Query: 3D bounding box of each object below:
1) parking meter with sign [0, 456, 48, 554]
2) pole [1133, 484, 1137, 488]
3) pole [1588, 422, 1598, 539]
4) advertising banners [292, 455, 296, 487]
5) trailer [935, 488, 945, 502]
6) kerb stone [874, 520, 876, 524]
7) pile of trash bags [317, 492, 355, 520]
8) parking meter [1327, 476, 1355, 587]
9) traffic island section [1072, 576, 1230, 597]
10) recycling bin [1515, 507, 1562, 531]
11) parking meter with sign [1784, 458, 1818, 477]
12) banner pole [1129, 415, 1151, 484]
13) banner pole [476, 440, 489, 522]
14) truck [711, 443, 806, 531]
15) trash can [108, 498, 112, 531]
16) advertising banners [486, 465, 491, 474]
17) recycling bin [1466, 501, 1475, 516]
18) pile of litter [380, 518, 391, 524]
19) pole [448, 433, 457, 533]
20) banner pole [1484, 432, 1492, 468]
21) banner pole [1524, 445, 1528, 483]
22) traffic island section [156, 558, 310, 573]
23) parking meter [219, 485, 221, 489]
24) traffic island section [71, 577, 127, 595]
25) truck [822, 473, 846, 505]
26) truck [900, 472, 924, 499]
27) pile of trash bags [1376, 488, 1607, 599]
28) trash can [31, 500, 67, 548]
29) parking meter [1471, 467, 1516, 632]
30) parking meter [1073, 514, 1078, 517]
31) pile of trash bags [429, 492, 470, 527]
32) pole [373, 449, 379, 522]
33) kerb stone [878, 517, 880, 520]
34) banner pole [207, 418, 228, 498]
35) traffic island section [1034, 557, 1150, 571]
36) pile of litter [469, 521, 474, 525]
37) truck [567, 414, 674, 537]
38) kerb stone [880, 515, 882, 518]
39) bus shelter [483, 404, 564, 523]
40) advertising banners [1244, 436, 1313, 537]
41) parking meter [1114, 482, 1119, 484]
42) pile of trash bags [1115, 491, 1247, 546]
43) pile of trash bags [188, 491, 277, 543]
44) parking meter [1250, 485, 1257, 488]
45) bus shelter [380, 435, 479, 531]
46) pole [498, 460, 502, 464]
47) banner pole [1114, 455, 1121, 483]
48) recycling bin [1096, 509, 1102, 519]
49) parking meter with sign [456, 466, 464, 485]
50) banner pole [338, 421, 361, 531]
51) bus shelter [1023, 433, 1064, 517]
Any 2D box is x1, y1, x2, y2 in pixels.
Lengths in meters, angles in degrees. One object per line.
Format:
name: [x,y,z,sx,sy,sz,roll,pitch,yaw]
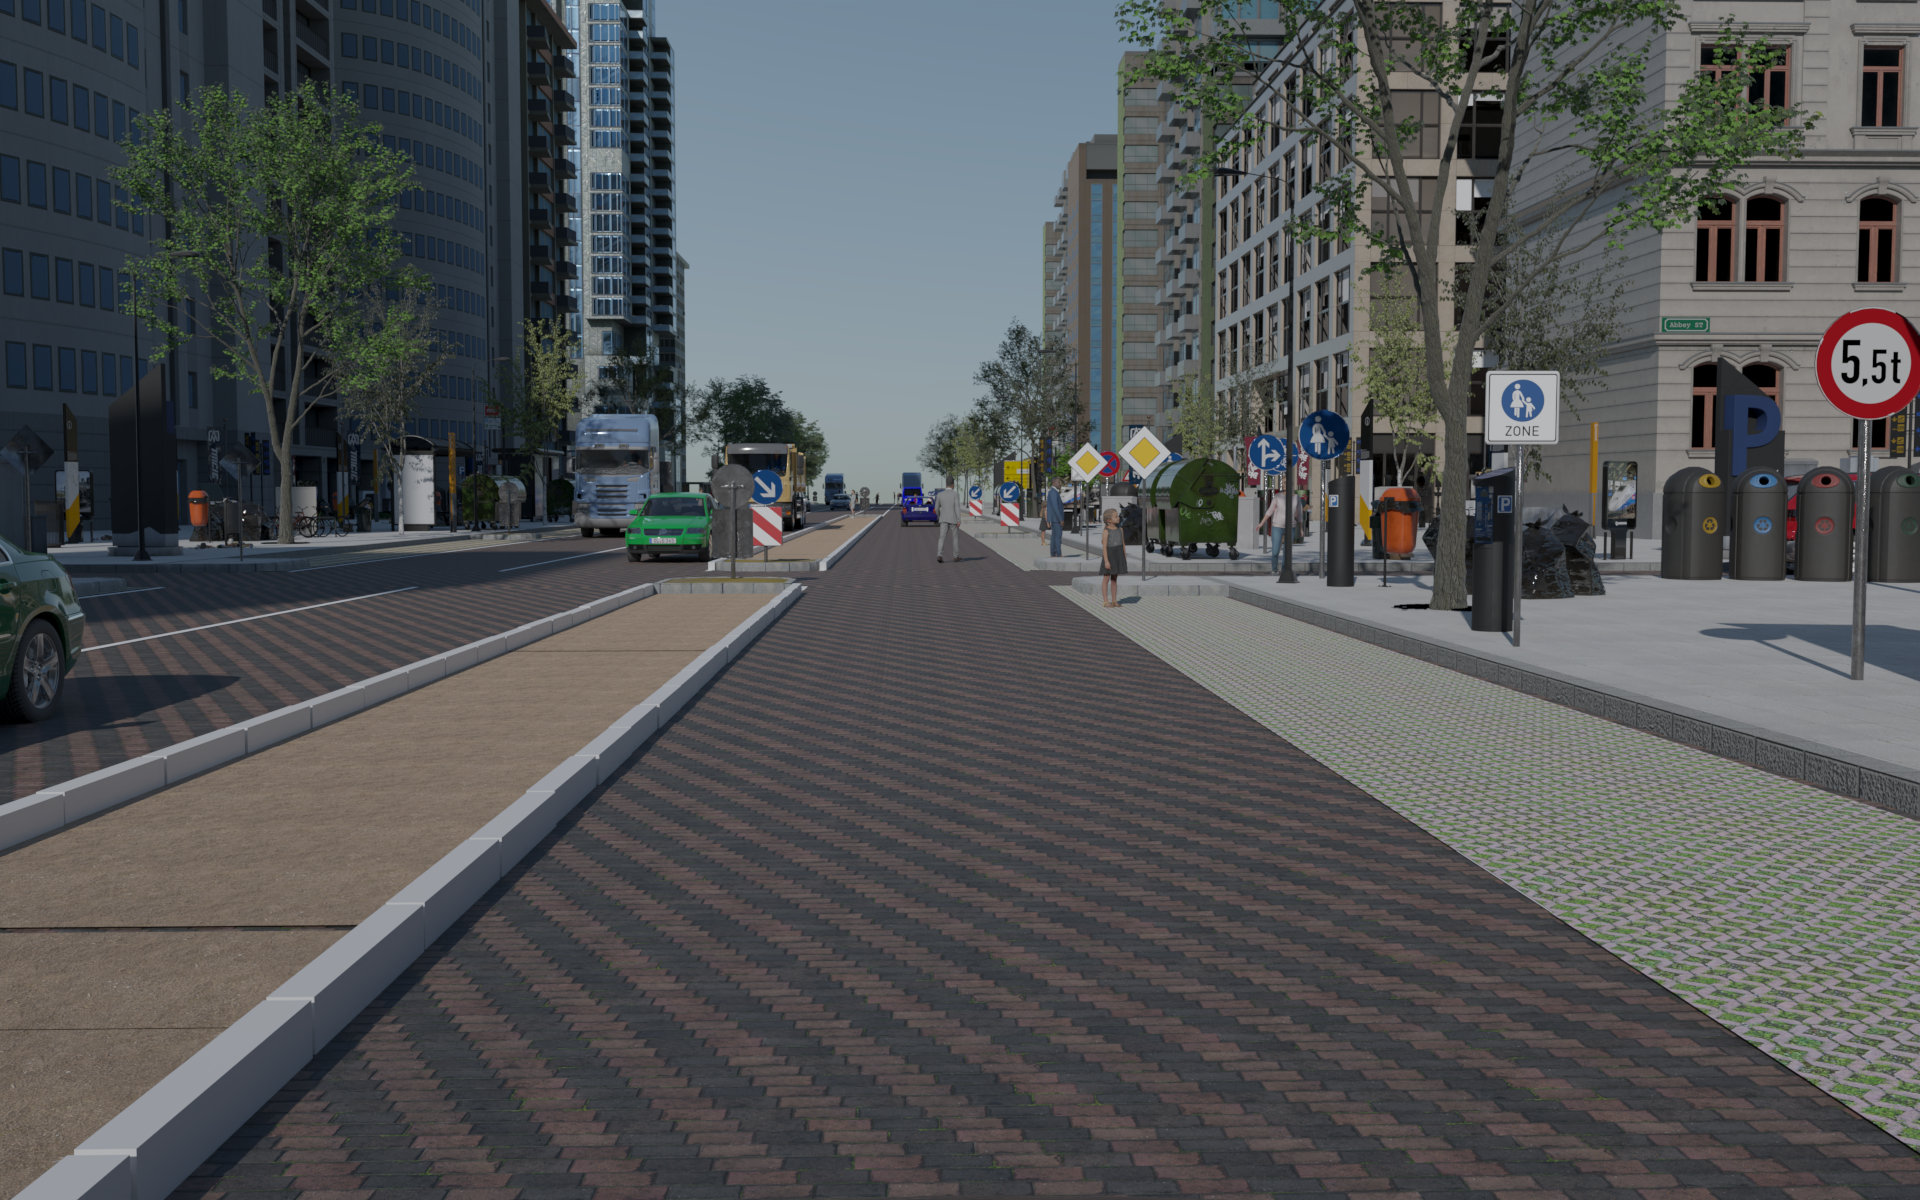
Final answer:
parking meter with sign: [-19.101,-2.342,34.553,0.543,3.016,1.738,1,4,19]
pole: [8.869,-5.748,87.821,0.158,3.312,0.155,0,3,0]
pole: [18.055,-3.396,49.370,0.158,3.312,0.155,0,3,0]
advertising banners: [-30.111,-4.994,77.836,0.090,3.025,2.074,-2,4,-34]
trailer: [-2.049,-10.216,174.074,1.471,1.999,3.904,0,4,-3]
kerb stone: [-3.984,-3.424,78.199,0.120,0.150,1.000,0,4,-2]
pile of trash bags: [-31.179,-4.691,86.451,1.912,1.369,3.447,-2,4,-24]
parking meter: [5.284,-0.955,24.019,0.372,1.533,0.369,0,3,0]
traffic island section: [2.733,-0.203,25.603,2.009,0.180,2.903,0,4,-2]
recycling bin: [11.066,-1.270,33.311,0.722,1.027,0.722,-1,4,-21]
parking meter with sign: [17.740,-2.470,36.650,1.738,3.016,0.543,0,4,6]
banner pole: [5.734,-3.963,54.813,0.863,3.779,0.401,1,4,12]
banner pole: [-21.934,-5.498,79.901,0.401,3.779,0.863,0,4,-3]
truck: [-7.676,-4.442,68.554,3.469,3.379,9.791,0,4,-1]
trash can: [-28.016,-2.825,57.837,0.748,1.137,0.748,0,3,0]
advertising banners: [-28.779,-6.507,102.578,2.074,3.025,0.090,-2,4,-33]
recycling bin: [19.779,-3.313,66.722,0.722,1.027,0.722,-2,4,-33]
pile of litter: [-24.537,-3.790,75.931,1.719,0.858,1.176,-1,4,-13]
pole: [-16.912,-3.908,57.731,0.158,3.312,0.155,0,3,0]
banner pole: [21.171,-4.838,69.124,0.863,3.779,0.401,1,4,21]
banner pole: [14.968,-3.422,45.964,0.401,3.779,0.863,2,4,32]
traffic island section: [-13.746,-0.661,33.092,2.009,0.180,2.903,0,4,-2]
parking meter: [-28.498,-3.703,66.247,0.399,1.863,0.255,-2,4,-35]
traffic island section: [-13.501,-0.173,25.110,2.009,0.180,2.903,0,4,-2]
truck: [-16.284,-14.742,230.784,2.967,4.110,18.799,0,4,-1]
truck: [-5.783,-13.391,208.698,2.967,4.110,18.799,0,4,-2]
pile of trash bags: [6.795,-0.799,22.817,1.912,1.369,3.447,-2,4,-31]
trash can: [-21.638,-1.805,41.172,0.748,1.137,0.748,0,3,0]
parking meter: [4.999,-0.478,16.229,0.372,1.533,0.369,0,3,0]
parking meter: [6.464,-5.454,97.582,0.372,1.533,0.369,0,3,0]
pile of trash bags: [-20.918,-3.666,69.691,1.912,1.369,3.447,-2,4,-25]
pole: [-26.683,-5.217,79.145,0.158,3.312,0.155,0,3,0]
kerb stone: [-4.305,-4.053,88.455,0.120,0.150,1.000,0,4,-2]
banner pole: [-24.331,-4.092,56.921,0.401,3.779,0.863,3,4,38]
traffic island section: [2.487,-0.691,33.584,2.009,0.180,2.903,0,4,-2]
pile of litter: [-21.073,-3.604,72.896,1.719,0.858,1.176,3,5,42]
truck: [-11.688,-4.553,64.195,2.967,4.110,18.799,0,4,-3]
kerb stone: [-4.516,-4.483,95.635,0.120,0.150,1.000,0,4,-2]
bus shelter: [-20.283,-6.275,80.224,2.179,5.291,8.768,0,4,-2]
advertising banners: [9.548,-3.415,52.019,2.074,3.025,0.090,1,4,19]
parking meter: [7.289,-4.544,80.012,0.399,1.863,0.255,1,4,12]
pile of trash bags: [5.508,-2.072,43.630,3.447,1.369,1.912,1,4,11]
pile of trash bags: [-19.958,-2.271,46.886,1.912,1.369,3.447,0,4,0]
parking meter: [14.268,-4.790,84.032,0.255,1.863,0.399,2,4,34]
bus shelter: [-18.894,-4.165,62.018,2.014,3.302,5.546,0,4,-2]
pole: [-25.737,-6.309,97.002,0.158,3.312,0.155,0,3,0]
banner pole: [9.929,-7.274,108.946,0.863,3.779,0.401,-3,5,-44]
recycling bin: [7.503,-4.758,90.341,0.722,1.027,0.722,1,4,20]
parking meter with sign: [-30.931,-6.761,106.810,0.543,3.016,1.738,0,4,3]
banner pole: [-21.084,-4.271,59.840,0.863,3.779,0.401,-3,4,-38]
bus shelter: [4.830,-7.478,99.895,2.179,5.291,8.768,0,4,-2]
